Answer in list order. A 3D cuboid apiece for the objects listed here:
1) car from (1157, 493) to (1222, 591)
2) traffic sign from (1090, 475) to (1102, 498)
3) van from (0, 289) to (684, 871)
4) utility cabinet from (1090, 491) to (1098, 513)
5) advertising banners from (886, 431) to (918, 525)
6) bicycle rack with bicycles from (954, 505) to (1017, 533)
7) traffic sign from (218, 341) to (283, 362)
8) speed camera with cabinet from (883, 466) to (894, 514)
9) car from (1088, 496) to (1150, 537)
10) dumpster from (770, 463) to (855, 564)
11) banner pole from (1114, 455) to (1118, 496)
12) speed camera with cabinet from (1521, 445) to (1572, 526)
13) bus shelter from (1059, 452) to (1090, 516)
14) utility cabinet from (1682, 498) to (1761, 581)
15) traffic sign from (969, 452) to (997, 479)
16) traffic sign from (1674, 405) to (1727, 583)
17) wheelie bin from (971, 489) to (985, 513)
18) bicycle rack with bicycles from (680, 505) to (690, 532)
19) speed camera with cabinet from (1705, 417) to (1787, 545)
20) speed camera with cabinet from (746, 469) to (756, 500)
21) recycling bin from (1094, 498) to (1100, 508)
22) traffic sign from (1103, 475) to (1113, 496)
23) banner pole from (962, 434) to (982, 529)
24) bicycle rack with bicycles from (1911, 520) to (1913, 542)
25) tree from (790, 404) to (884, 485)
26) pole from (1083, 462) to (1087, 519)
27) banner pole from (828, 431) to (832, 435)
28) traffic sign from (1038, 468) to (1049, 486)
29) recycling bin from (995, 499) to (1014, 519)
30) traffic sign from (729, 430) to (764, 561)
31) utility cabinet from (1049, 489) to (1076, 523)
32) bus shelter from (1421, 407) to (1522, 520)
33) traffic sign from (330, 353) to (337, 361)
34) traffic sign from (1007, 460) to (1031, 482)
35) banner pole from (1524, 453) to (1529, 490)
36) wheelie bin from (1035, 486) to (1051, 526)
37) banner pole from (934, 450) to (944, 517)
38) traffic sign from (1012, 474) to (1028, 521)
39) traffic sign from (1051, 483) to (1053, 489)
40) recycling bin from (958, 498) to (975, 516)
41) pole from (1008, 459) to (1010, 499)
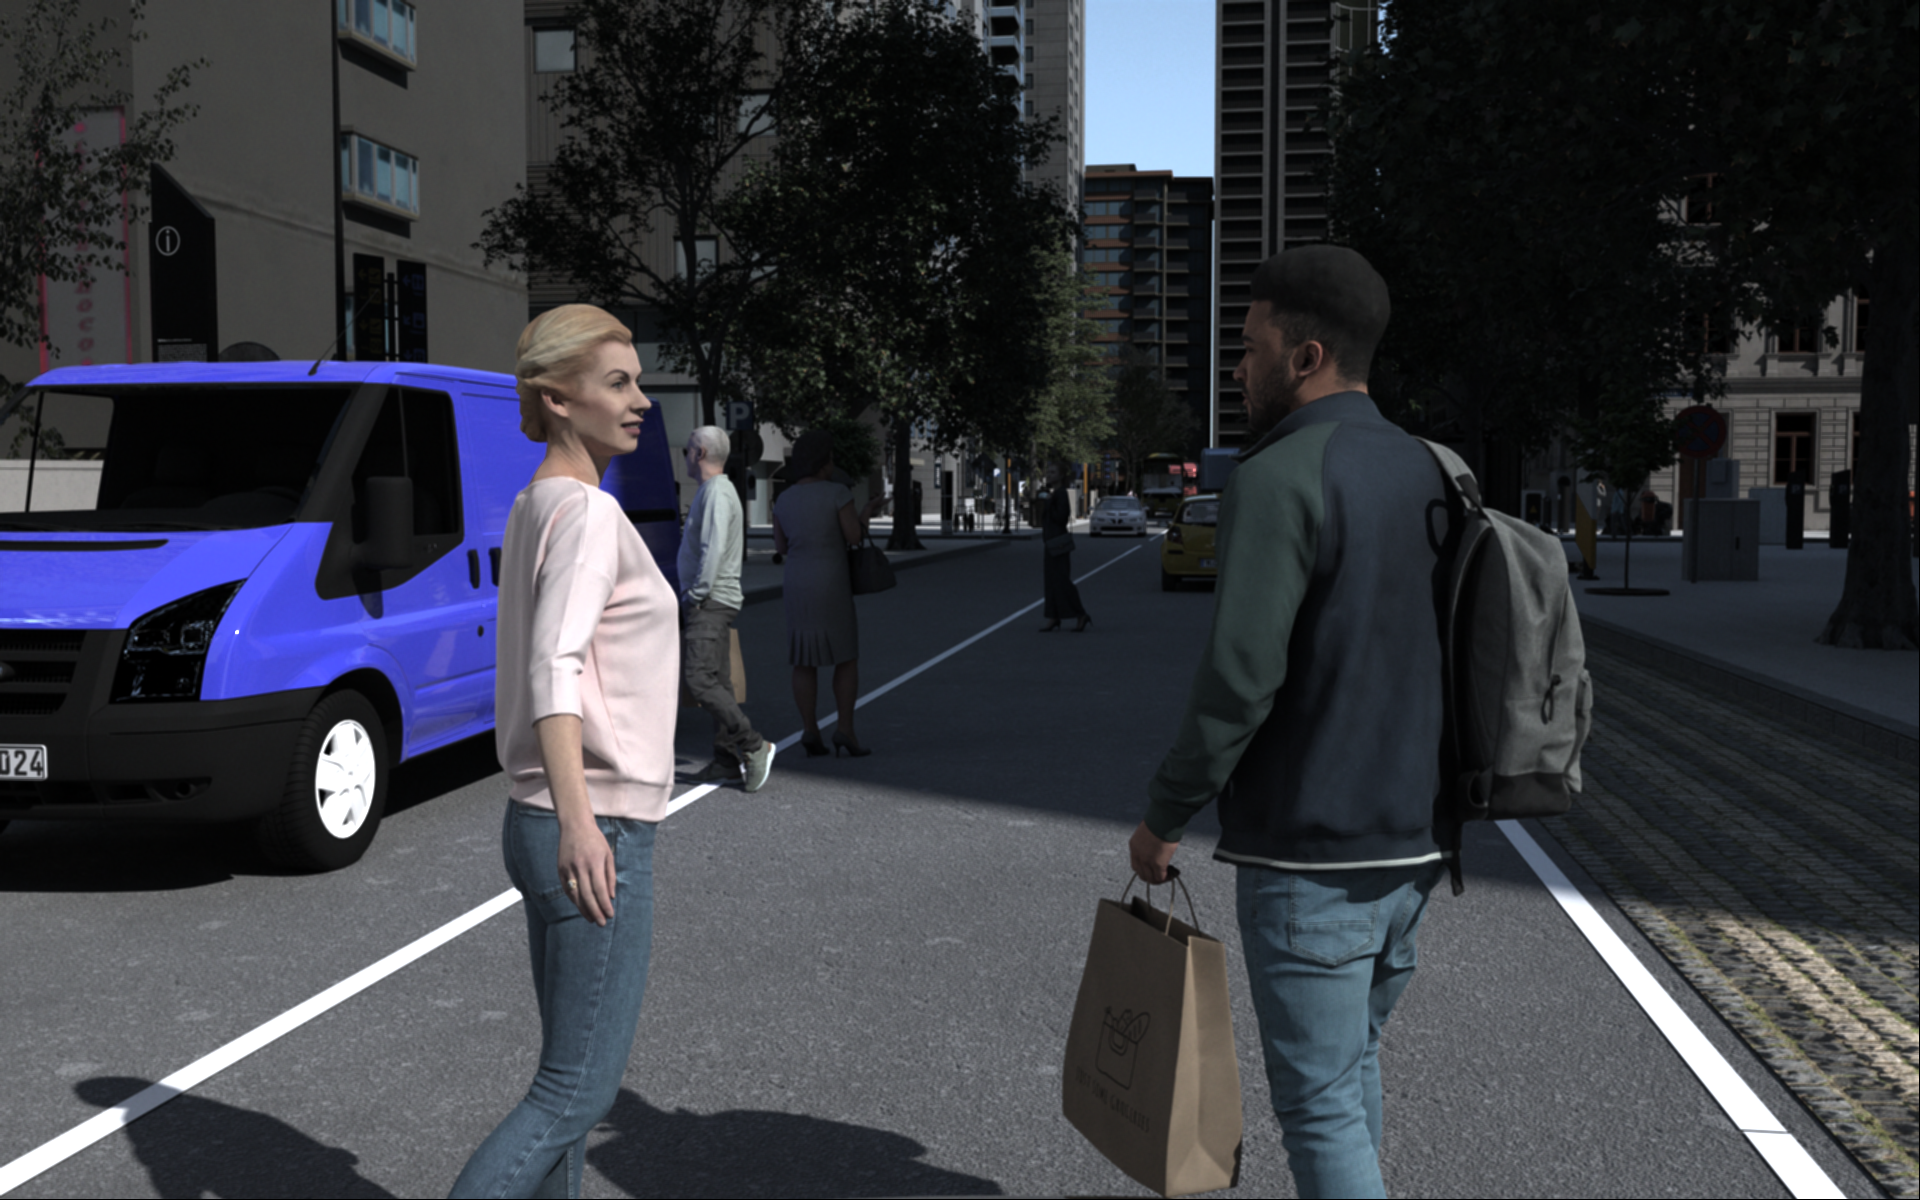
[{"bbox_3d":[4.041,-1.017,26.844,2.015,1.641,3.980,1,4,9],"label":"car"},{"bbox_3d":[8.332,-6.498,106.251,0.884,2.594,0.081,1,4,15],"label":"traffic sign"},{"bbox_3d":[-2.990,-0.249,8.460,2.240,2.365,5.245,1,4,9],"label":"van"},{"bbox_3d":[8.333,-6.361,112.685,1.173,1.500,0.318,-1,4,-20],"label":"utility cabinet"},{"bbox_3d":[-1.621,-3.131,47.373,0.090,3.025,2.074,-2,4,-25],"label":"advertising banners"},{"bbox_3d":[0.726,-2.722,57.894,2.852,0.926,2.925,1,4,12],"label":"bicycle rack with bicycles"},{"bbox_3d":[-5.956,-0.880,14.498,0.768,2.556,0.104,1,4,9],"label":"traffic sign"},{"bbox_3d":[-3.884,-6.400,98.978,0.660,3.252,2.038,-2,4,-33],"label":"speed camera with cabinet"},{"bbox_3d":[5.434,-2.862,59.160,2.083,1.381,4.827,0,4,7],"label":"car"},{"bbox_3d":[-2.752,-1.622,32.283,1.264,1.857,1.865,1,4,9],"label":"dumpster"},{"bbox_3d":[9.951,-7.357,110.305,0.401,3.779,0.863,2,4,24],"label":"banner pole"},{"bbox_3d":[23.315,-4.573,69.108,2.038,3.252,0.660,0,4,-6],"label":"speed camera with cabinet"},{"bbox_3d":[6.813,-6.676,100.429,1.731,3.624,6.357,1,4,9],"label":"bus shelter"},{"bbox_3d":[11.300,-0.891,25.724,1.020,1.237,0.306,0,4,3],"label":"utility cabinet"},{"bbox_3d":[0.610,-2.761,47.327,0.795,2.593,0.064,1,4,9],"label":"traffic sign"},{"bbox_3d":[10.569,-1.515,24.870,0.768,2.556,0.104,1,4,10],"label":"traffic sign"},{"bbox_3d":[1.179,-6.709,117.592,0.980,1.594,0.693,-1,4,-21],"label":"wheelie bin"},{"bbox_3d":[-9.044,-2.764,58.566,2.925,0.926,2.852,3,5,42],"label":"bicycle rack with bicycles"},{"bbox_3d":[20.199,-3.053,44.249,2.038,3.252,0.660,3,5,42],"label":"speed camera with cabinet"},{"bbox_3d":[-8.232,-4.234,63.560,0.660,3.252,2.038,2,4,24],"label":"speed camera with cabinet"},{"bbox_3d":[8.549,-5.645,104.850,0.722,1.027,0.722,-1,4,-10],"label":"recycling bin"},{"bbox_3d":[9.607,-6.905,113.003,0.768,2.556,0.104,1,4,11],"label":"traffic sign"},{"bbox_3d":[0.550,-4.551,64.426,0.401,3.779,0.863,-3,4,-37],"label":"banner pole"},{"bbox_3d":[23.695,-1.708,41.303,2.925,0.926,2.852,2,4,26],"label":"bicycle rack with bicycles"},{"bbox_3d":[-4.459,-4.857,63.130,4.285,4.588,4.351,0,3,0],"label":"tree"},{"bbox_3d":[6.327,-5.723,87.420,0.158,3.312,0.155,0,3,0],"label":"pole"},{"bbox_3d":[-4.874,-4.332,60.845,0.863,3.779,0.401,1,4,18],"label":"banner pole"},{"bbox_3d":[4.105,-5.120,83.822,0.768,2.556,0.104,1,4,17],"label":"traffic sign"},{"bbox_3d":[2.344,-4.793,90.926,0.722,1.027,0.722,-3,4,-36],"label":"recycling bin"},{"bbox_3d":[-4.109,-2.012,33.003,0.768,2.556,0.104,1,4,17],"label":"traffic sign"},{"bbox_3d":[4.417,-4.052,74.934,1.173,1.500,0.318,-1,4,-18],"label":"utility cabinet"},{"bbox_3d":[12.719,-2.995,42.890,2.014,3.302,5.546,1,4,9],"label":"bus shelter"},{"bbox_3d":[-5.768,-0.981,16.036,0.884,2.594,0.081,1,4,10],"label":"traffic sign"},{"bbox_3d":[1.852,-3.243,55.215,0.795,2.593,0.064,1,4,9],"label":"traffic sign"},{"bbox_3d":[26.628,-5.592,81.448,0.401,3.779,0.863,0,4,1],"label":"banner pole"},{"bbox_3d":[3.278,-3.653,67.641,0.693,1.594,0.980,-1,4,-20],"label":"wheelie bin"},{"bbox_3d":[-1.104,-6.576,97.527,0.863,3.779,0.401,-2,4,-33],"label":"banner pole"},{"bbox_3d":[2.821,-4.983,81.576,0.768,2.556,0.104,1,4,9],"label":"traffic sign"},{"bbox_3d":[4.571,-5.214,85.361,0.768,2.556,0.104,1,4,12],"label":"traffic sign"},{"bbox_3d":[0.359,-5.386,100.612,0.722,1.027,0.722,-3,5,-40],"label":"recycling bin"},{"bbox_3d":[2.841,-6.551,100.957,0.158,3.312,0.155,0,3,0],"label":"pole"}]
